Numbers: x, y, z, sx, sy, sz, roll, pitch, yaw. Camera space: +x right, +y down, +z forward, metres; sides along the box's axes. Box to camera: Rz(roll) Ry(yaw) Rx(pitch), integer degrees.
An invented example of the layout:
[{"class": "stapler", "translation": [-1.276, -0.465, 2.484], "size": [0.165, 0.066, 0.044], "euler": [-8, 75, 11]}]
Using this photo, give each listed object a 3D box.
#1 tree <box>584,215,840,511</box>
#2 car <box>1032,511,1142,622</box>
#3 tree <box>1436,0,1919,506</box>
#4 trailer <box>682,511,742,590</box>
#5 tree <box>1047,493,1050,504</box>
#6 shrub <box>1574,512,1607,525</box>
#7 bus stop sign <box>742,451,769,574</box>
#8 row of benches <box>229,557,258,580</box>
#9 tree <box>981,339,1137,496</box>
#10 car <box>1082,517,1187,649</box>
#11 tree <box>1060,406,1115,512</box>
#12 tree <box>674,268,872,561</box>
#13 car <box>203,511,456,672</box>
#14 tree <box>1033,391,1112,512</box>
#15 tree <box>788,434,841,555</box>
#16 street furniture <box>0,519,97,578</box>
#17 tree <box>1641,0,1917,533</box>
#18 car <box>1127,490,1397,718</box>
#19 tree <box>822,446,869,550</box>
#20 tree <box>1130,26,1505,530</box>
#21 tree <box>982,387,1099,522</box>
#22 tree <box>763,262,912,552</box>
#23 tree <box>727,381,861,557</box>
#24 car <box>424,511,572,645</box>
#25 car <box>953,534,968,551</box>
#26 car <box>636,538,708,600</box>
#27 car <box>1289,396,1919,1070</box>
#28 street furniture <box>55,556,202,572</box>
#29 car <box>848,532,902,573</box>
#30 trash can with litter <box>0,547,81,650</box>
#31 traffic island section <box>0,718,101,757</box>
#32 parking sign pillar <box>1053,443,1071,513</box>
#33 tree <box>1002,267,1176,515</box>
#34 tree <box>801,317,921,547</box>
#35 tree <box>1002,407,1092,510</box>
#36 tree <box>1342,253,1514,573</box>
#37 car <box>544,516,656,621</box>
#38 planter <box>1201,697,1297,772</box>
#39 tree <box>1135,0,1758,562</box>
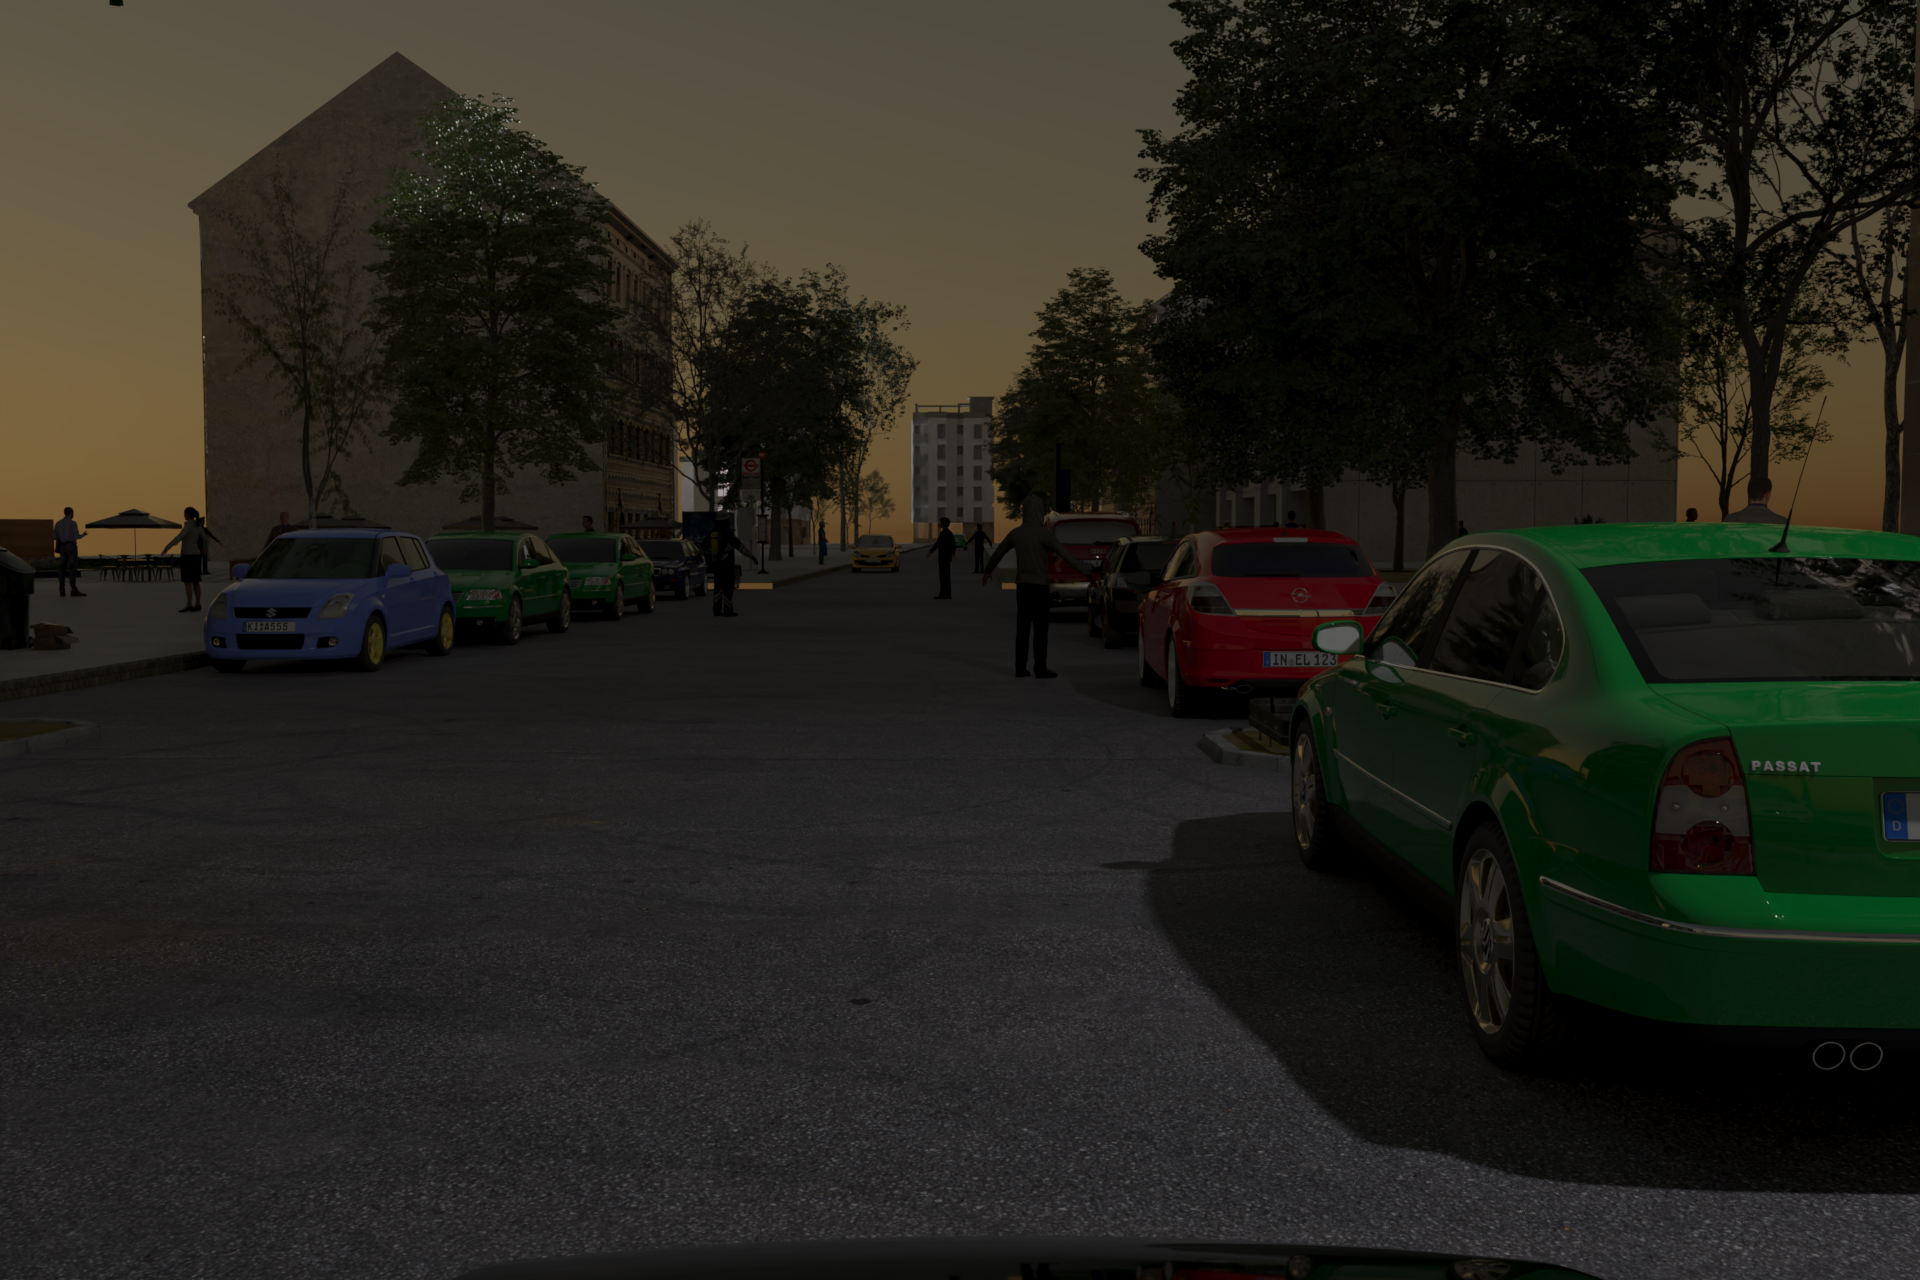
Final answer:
[{"class": "tree", "translation": [-9.878, -9.632, 67.859], "size": [12.009, 13.543, 11.850], "euler": [0, 3, 0]}, {"class": "car", "translation": [2.133, -1.297, 29.872], "size": [2.281, 1.827, 5.304], "euler": [0, 4, -1]}, {"class": "tree", "translation": [8.600, -5.104, 17.870], "size": [7.601, 10.594, 8.767], "euler": [-1, 4, -23]}, {"class": "trailer", "translation": [-6.484, -2.272, 44.198], "size": [1.471, 1.999, 3.904], "euler": [0, 4, 0]}, {"class": "tree", "translation": [6.569, -11.844, 144.006], "size": [4.360, 8.622, 3.978], "euler": [0, 3, 0]}, {"class": "shrub", "translation": [21.274, -3.311, 58.550], "size": [1.690, 2.028, 1.600], "euler": [0, 3, 0]}, {"class": "bus stop sign", "translation": [-6.571, -4.098, 55.701], "size": [0.855, 3.939, 0.416], "euler": [0, 4, 2]}, {"class": "row of benches", "translation": [-18.224, -2.019, 48.481], "size": [4.104, 0.672, 1.422], "euler": [0, 4, -5]}, {"class": "tree", "translation": [6.412, -12.108, 108.335], "size": [12.009, 13.543, 11.850], "euler": [0, 3, 0]}, {"class": "car", "translation": [2.645, -0.807, 22.985], "size": [2.009, 1.686, 4.222], "euler": [0, 4, 0]}, {"class": "tree", "translation": [6.485, -8.716, 92.874], "size": [4.737, 8.622, 4.395], "euler": [0, 3, 0]}, {"class": "tree", "translation": [-9.066, -10.833, 83.769], "size": [9.857, 13.997, 8.962], "euler": [0, 3, 0]}, {"class": "car", "translation": [-6.879, -0.582, 19.103], "size": [1.945, 1.707, 3.694], "euler": [0, 4, 1]}, {"class": "tree", "translation": [5.689, -8.141, 83.465], "size": [4.737, 8.622, 4.395], "euler": [0, 3, 0]}, {"class": "tree", "translation": [-8.936, -9.638, 107.952], "size": [4.360, 8.622, 3.978], "euler": [0, 3, 0]}, {"class": "street furniture", "translation": [-30.575, -2.609, 49.519], "size": [11.010, 1.723, 9.812], "euler": [2, 4, 34]}, {"class": "tree", "translation": [23.735, -11.545, 44.645], "size": [12.611, 20.169, 13.585], "euler": [0, 3, 0]}, {"class": "car", "translation": [2.558, -0.363, 14.975], "size": [2.155, 1.783, 4.494], "euler": [0, 4, 1]}, {"class": "tree", "translation": [-8.945, -11.326, 135.546], "size": [4.737, 8.622, 4.395], "euler": [0, 3, 0]}, {"class": "tree", "translation": [8.770, -8.328, 42.822], "size": [9.857, 13.997, 8.962], "euler": [0, 3, 0]}, {"class": "tree", "translation": [6.533, -14.034, 136.104], "size": [9.857, 13.997, 8.962], "euler": [0, 3, 0]}, {"class": "tree", "translation": [-9.461, -16.388, 123.833], "size": [12.611, 20.169, 13.585], "euler": [0, 3, 0]}, {"class": "tree", "translation": [-9.371, -9.954, 97.162], "size": [8.767, 10.594, 7.601], "euler": [1, 4, 12]}, {"class": "car", "translation": [-6.591, -0.913, 23.724], "size": [1.959, 1.807, 4.718], "euler": [0, 4, 0]}, {"class": "car", "translation": [-0.272, -8.751, 151.877], "size": [1.959, 1.807, 4.718], "euler": [0, 4, -1]}, {"class": "car", "translation": [-6.738, -1.600, 38.737], "size": [1.945, 1.354, 3.894], "euler": [0, 4, 1]}, {"class": "car", "translation": [2.317, 0.172, 5.992], "size": [1.959, 1.807, 4.718], "euler": [0, 4, 1]}, {"class": "street furniture", "translation": [-32.229, -2.784, 61.150], "size": [10.072, 0.657, 5.734], "euler": [-2, 4, -24]}, {"class": "car", "translation": [-3.179, -3.377, 65.432], "size": [2.015, 1.641, 3.980], "euler": [0, 3, 0]}, {"class": "trash can with litter", "translation": [-10.386, -0.485, 19.312], "size": [1.055, 1.170, 0.624], "euler": [0, 4, 1]}, {"class": "traffic island section", "translation": [-7.051, 0.681, 11.724], "size": [1.991, 0.108, 1.994], "euler": [0, 4, 1]}, {"class": "parking sign pillar", "translation": [3.047, -3.899, 52.221], "size": [1.447, 3.967, 1.447], "euler": [0, 4, -1]}, {"class": "tree", "translation": [5.542, -9.563, 74.478], "size": [7.486, 12.596, 7.792], "euler": [0, 3, 0]}, {"class": "tree", "translation": [-10.162, -18.124, 152.211], "size": [12.611, 20.169, 13.585], "euler": [0, 3, 0]}, {"class": "tree", "translation": [6.635, -11.623, 124.451], "size": [7.601, 10.594, 8.767], "euler": [1, 4, 17]}, {"class": "tree", "translation": [14.734, -8.079, 57.840], "size": [9.928, 11.665, 9.643], "euler": [0, 3, 0]}, {"class": "car", "translation": [-6.474, -1.299, 30.036], "size": [1.959, 1.807, 4.718], "euler": [0, 4, 1]}, {"class": "planter", "translation": [2.616, 0.605, 11.255], "size": [1.991, 0.319, 1.994], "euler": [0, 4, 0]}, {"class": "tree", "translation": [8.191, -7.513, 29.488], "size": [9.857, 13.997, 8.962], "euler": [0, 3, 0]}]
